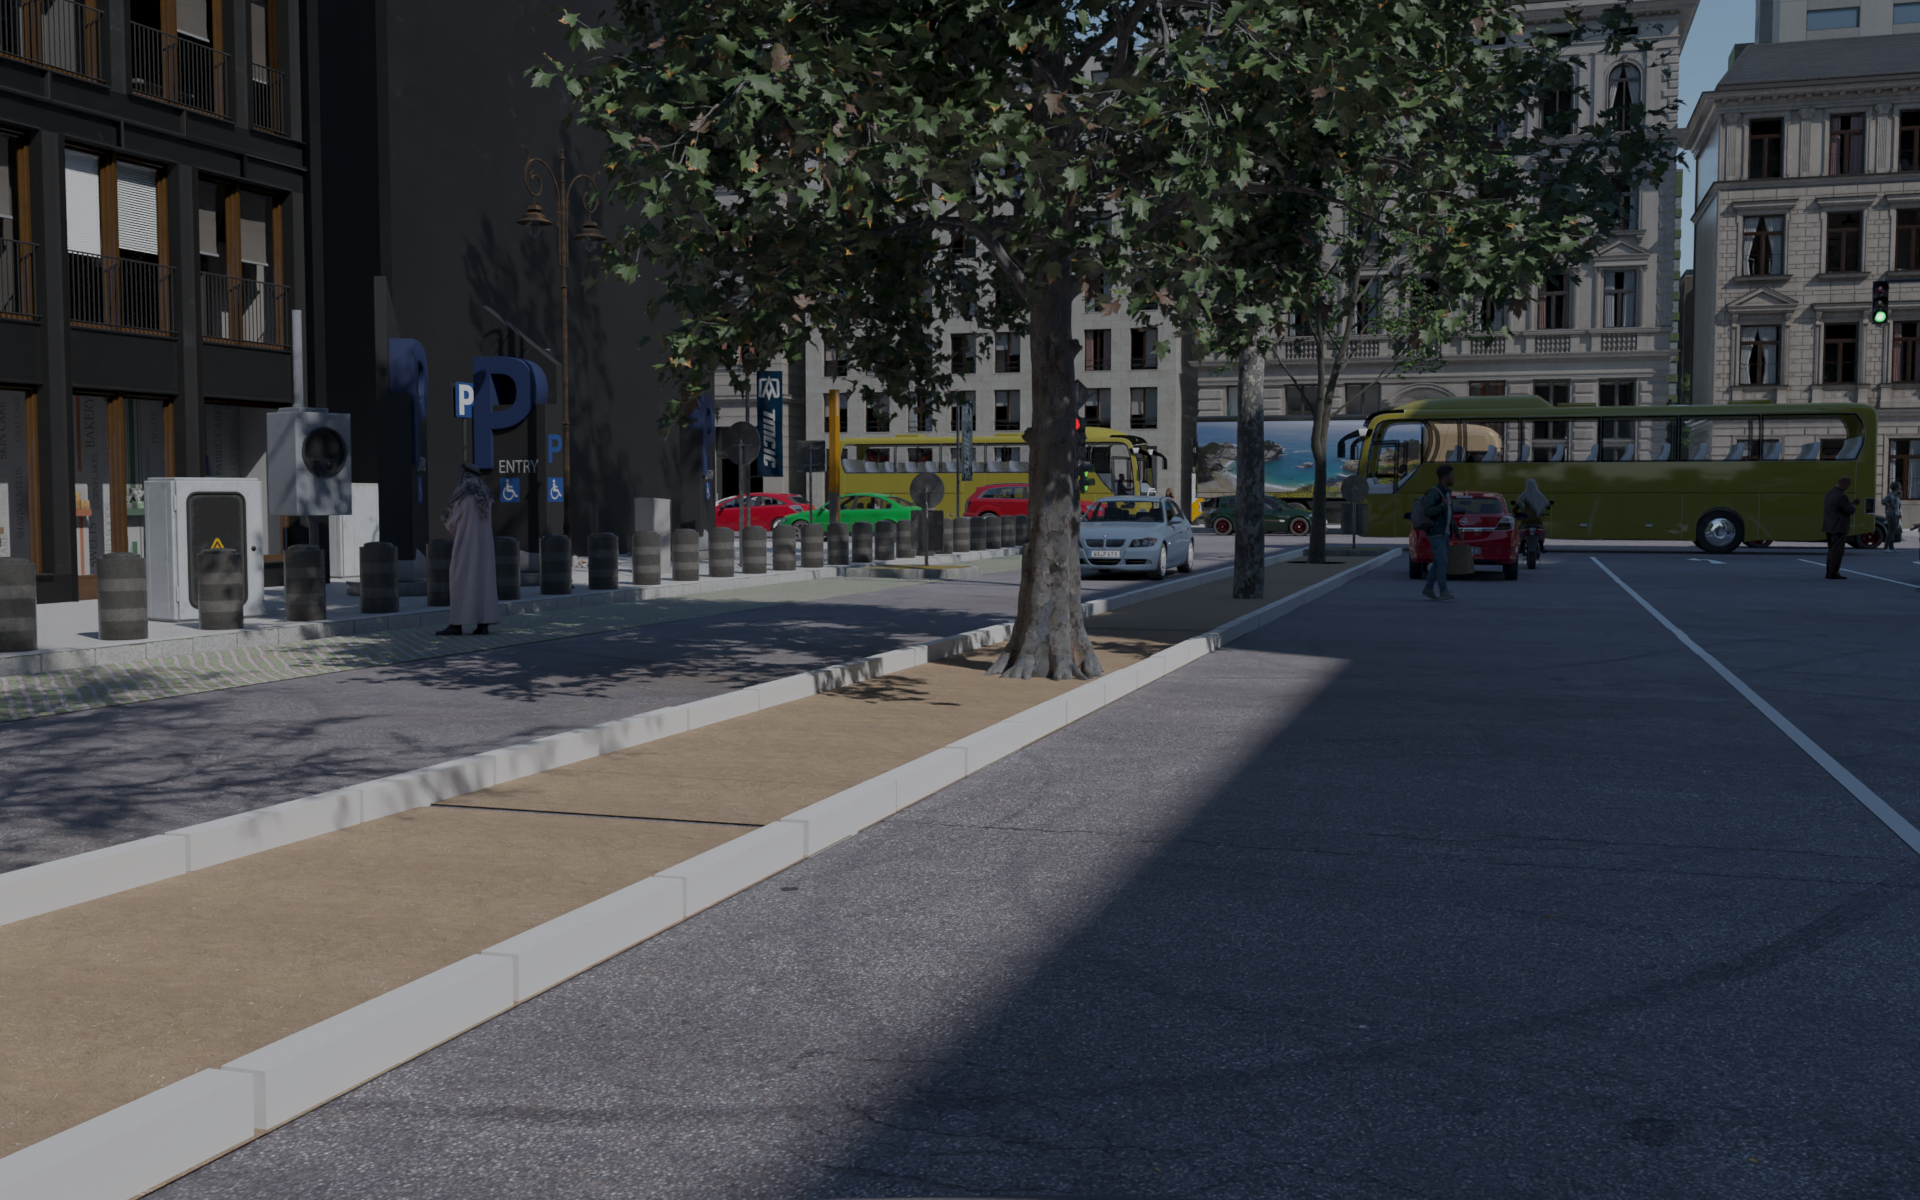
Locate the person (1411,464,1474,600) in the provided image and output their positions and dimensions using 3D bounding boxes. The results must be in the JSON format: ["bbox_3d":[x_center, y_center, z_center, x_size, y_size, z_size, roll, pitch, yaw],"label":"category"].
[{"bbox_3d":[6.457,-0.895,23.118,0.794,1.824,0.713,-2,4,-34],"label":"person"}]

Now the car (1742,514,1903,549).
[{"bbox_3d":[22.694,-2.219,46.063,4.222,1.686,2.009,1,4,17],"label":"car"}]

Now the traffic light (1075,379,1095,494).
[{"bbox_3d":[2.851,-3.257,42.179,0.839,4.253,0.868,1,4,18],"label":"traffic light"}]

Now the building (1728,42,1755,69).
[{"bbox_3d":[77.329,-29.066,158.823,14.154,41.232,14.086,1,4,18],"label":"building"}]

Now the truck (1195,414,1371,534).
[{"bbox_3d":[14.162,-4.456,61.777,11.283,4.237,2.839,1,4,18],"label":"truck"}]

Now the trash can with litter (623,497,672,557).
[{"bbox_3d":[-6.418,-1.524,35.976,1.678,1.210,2.233,1,4,18],"label":"trash can with litter"}]

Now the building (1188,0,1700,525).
[{"bbox_3d":[20.248,-15.010,74.286,19.941,23.489,11.050,1,4,18],"label":"building"}]

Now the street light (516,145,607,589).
[{"bbox_3d":[-5.328,-3.094,23.370,0.468,5.910,1.993,1,4,18],"label":"street light"}]

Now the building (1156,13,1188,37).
[{"bbox_3d":[32.123,-45.628,184.274,20.611,71.187,20.563,1,4,18],"label":"building"}]

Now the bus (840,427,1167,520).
[{"bbox_3d":[1.434,-4.482,64.831,12.252,3.916,2.896,1,4,18],"label":"bus"}]

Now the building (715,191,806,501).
[{"bbox_3d":[-16.660,-18.313,86.813,23.554,28.519,14.401,1,4,18],"label":"building"}]

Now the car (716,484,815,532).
[{"bbox_3d":[-6.914,-2.939,57.097,4.494,1.783,2.155,1,4,16],"label":"car"}]

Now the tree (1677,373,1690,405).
[{"bbox_3d":[55.513,-12.155,124.485,9.928,11.665,9.643,0,3,0],"label":"tree"}]

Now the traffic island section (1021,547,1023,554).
[{"bbox_3d":[2.816,-1.226,42.325,2.009,0.180,2.903,1,4,18],"label":"traffic island section"}]

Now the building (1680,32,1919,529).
[{"bbox_3d":[38.470,-12.380,67.036,19.286,19.102,10.561,1,4,18],"label":"building"}]

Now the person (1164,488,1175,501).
[{"bbox_3d":[6.044,-2.477,50.696,0.444,1.614,0.593,-2,4,-35],"label":"person"}]

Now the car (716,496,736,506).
[{"bbox_3d":[-8.315,-3.523,69.966,4.827,1.381,2.083,1,4,18],"label":"car"}]

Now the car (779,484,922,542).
[{"bbox_3d":[-3.076,-2.590,51.141,4.718,1.807,1.959,1,4,19],"label":"car"}]

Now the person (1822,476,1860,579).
[{"bbox_3d":[14.844,-1.222,29.172,0.600,1.739,0.565,-1,4,-21],"label":"person"}]

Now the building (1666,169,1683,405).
[{"bbox_3d":[84.168,-32.932,222.032,14.086,41.232,14.154,1,4,18],"label":"building"}]

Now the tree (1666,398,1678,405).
[{"bbox_3d":[74.821,-16.162,186.310,6.751,12.117,7.091,0,3,0],"label":"tree"}]

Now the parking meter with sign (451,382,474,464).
[{"bbox_3d":[-6.975,-1.874,26.906,1.738,3.016,0.543,1,4,18],"label":"parking meter with sign"}]

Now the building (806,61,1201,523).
[{"bbox_3d":[2.679,-13.767,79.844,16.860,20.320,10.420,1,4,18],"label":"building"}]

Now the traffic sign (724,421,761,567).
[{"bbox_3d":[-3.829,-1.847,30.298,0.768,2.556,0.104,2,4,27],"label":"traffic sign"}]

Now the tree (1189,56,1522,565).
[{"bbox_3d":[7.392,-6.534,35.041,9.928,11.665,9.643,0,3,0],"label":"tree"}]

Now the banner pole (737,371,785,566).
[{"bbox_3d":[-3.558,-2.503,30.946,0.863,3.779,0.401,-1,4,-9],"label":"banner pole"}]

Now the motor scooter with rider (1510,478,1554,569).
[{"bbox_3d":[11.128,-1.507,33.599,0.876,1.779,1.986,1,4,17],"label":"motor scooter with rider"}]

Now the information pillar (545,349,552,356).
[{"bbox_3d":[-6.586,-2.237,27.928,0.183,3.616,0.504,-1,4,-23],"label":"information pillar"}]

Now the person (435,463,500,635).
[{"bbox_3d":[-4.968,-0.513,17.553,0.621,1.740,0.551,1,4,11],"label":"person"}]

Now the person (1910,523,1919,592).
[{"bbox_3d":[14.107,-0.903,25.226,0.435,1.587,0.963,1,4,16],"label":"person"}]

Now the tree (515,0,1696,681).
[{"bbox_3d":[0.753,-5.749,13.464,9.611,12.733,9.660,0,3,0],"label":"tree"}]

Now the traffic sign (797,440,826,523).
[{"bbox_3d":[-2.843,-1.889,33.022,0.606,2.300,0.079,1,4,20],"label":"traffic sign"}]

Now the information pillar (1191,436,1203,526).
[{"bbox_3d":[9.615,-4.823,70.217,0.504,3.616,0.183,-1,4,-10],"label":"information pillar"}]

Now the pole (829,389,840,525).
[{"bbox_3d":[-2.451,-2.447,33.849,0.158,3.312,0.155,0,3,0],"label":"pole"}]

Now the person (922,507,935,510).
[{"bbox_3d":[-0.860,-2.433,48.383,0.767,1.812,0.694,-1,4,-16],"label":"person"}]

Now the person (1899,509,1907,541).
[{"bbox_3d":[27.529,-2.390,50.812,0.726,1.435,0.776,-2,4,-27],"label":"person"}]

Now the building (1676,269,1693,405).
[{"bbox_3d":[97.991,-27.295,217.981,14.107,30.474,14.160,1,4,18],"label":"building"}]

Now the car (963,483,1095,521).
[{"bbox_3d":[2.731,-3.149,60.157,5.304,1.827,2.281,1,4,19],"label":"car"}]

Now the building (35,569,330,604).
[{"bbox_3d":[-17.318,-11.550,18.523,12.332,23.373,15.834,1,4,18],"label":"building"}]

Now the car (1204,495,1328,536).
[{"bbox_3d":[10.558,-3.061,59.831,4.222,1.686,2.009,1,4,16],"label":"car"}]

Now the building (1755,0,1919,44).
[{"bbox_3d":[73.908,-36.355,136.410,21.231,58.520,28.212,1,4,18],"label":"building"}]

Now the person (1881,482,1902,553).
[{"bbox_3d":[22.801,-2.027,42.369,0.841,1.734,0.376,-3,5,-42],"label":"person"}]

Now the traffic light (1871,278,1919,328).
[{"bbox_3d":[21.498,-3.754,36.039,4.771,5.953,1.251,1,4,18],"label":"traffic light"}]

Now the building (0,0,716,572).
[{"bbox_3d":[-15.216,-12.685,37.078,15.834,23.373,12.332,1,4,18],"label":"building"}]

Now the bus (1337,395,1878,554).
[{"bbox_3d":[15.770,-3.152,43.074,12.252,3.916,2.896,1,4,19],"label":"bus"}]

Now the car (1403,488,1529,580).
[{"bbox_3d":[8.893,-1.313,30.504,2.155,1.783,4.494,1,4,17],"label":"car"}]

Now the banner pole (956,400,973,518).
[{"bbox_3d":[0.077,-3.122,41.056,0.401,3.779,0.863,-2,4,-33],"label":"banner pole"}]

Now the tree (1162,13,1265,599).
[{"bbox_3d":[3.054,-10.147,24.254,12.611,20.169,13.585,0,3,0],"label":"tree"}]

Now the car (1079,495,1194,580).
[{"bbox_3d":[3.011,-1.132,30.514,2.014,1.417,4.499,1,4,17],"label":"car"}]
